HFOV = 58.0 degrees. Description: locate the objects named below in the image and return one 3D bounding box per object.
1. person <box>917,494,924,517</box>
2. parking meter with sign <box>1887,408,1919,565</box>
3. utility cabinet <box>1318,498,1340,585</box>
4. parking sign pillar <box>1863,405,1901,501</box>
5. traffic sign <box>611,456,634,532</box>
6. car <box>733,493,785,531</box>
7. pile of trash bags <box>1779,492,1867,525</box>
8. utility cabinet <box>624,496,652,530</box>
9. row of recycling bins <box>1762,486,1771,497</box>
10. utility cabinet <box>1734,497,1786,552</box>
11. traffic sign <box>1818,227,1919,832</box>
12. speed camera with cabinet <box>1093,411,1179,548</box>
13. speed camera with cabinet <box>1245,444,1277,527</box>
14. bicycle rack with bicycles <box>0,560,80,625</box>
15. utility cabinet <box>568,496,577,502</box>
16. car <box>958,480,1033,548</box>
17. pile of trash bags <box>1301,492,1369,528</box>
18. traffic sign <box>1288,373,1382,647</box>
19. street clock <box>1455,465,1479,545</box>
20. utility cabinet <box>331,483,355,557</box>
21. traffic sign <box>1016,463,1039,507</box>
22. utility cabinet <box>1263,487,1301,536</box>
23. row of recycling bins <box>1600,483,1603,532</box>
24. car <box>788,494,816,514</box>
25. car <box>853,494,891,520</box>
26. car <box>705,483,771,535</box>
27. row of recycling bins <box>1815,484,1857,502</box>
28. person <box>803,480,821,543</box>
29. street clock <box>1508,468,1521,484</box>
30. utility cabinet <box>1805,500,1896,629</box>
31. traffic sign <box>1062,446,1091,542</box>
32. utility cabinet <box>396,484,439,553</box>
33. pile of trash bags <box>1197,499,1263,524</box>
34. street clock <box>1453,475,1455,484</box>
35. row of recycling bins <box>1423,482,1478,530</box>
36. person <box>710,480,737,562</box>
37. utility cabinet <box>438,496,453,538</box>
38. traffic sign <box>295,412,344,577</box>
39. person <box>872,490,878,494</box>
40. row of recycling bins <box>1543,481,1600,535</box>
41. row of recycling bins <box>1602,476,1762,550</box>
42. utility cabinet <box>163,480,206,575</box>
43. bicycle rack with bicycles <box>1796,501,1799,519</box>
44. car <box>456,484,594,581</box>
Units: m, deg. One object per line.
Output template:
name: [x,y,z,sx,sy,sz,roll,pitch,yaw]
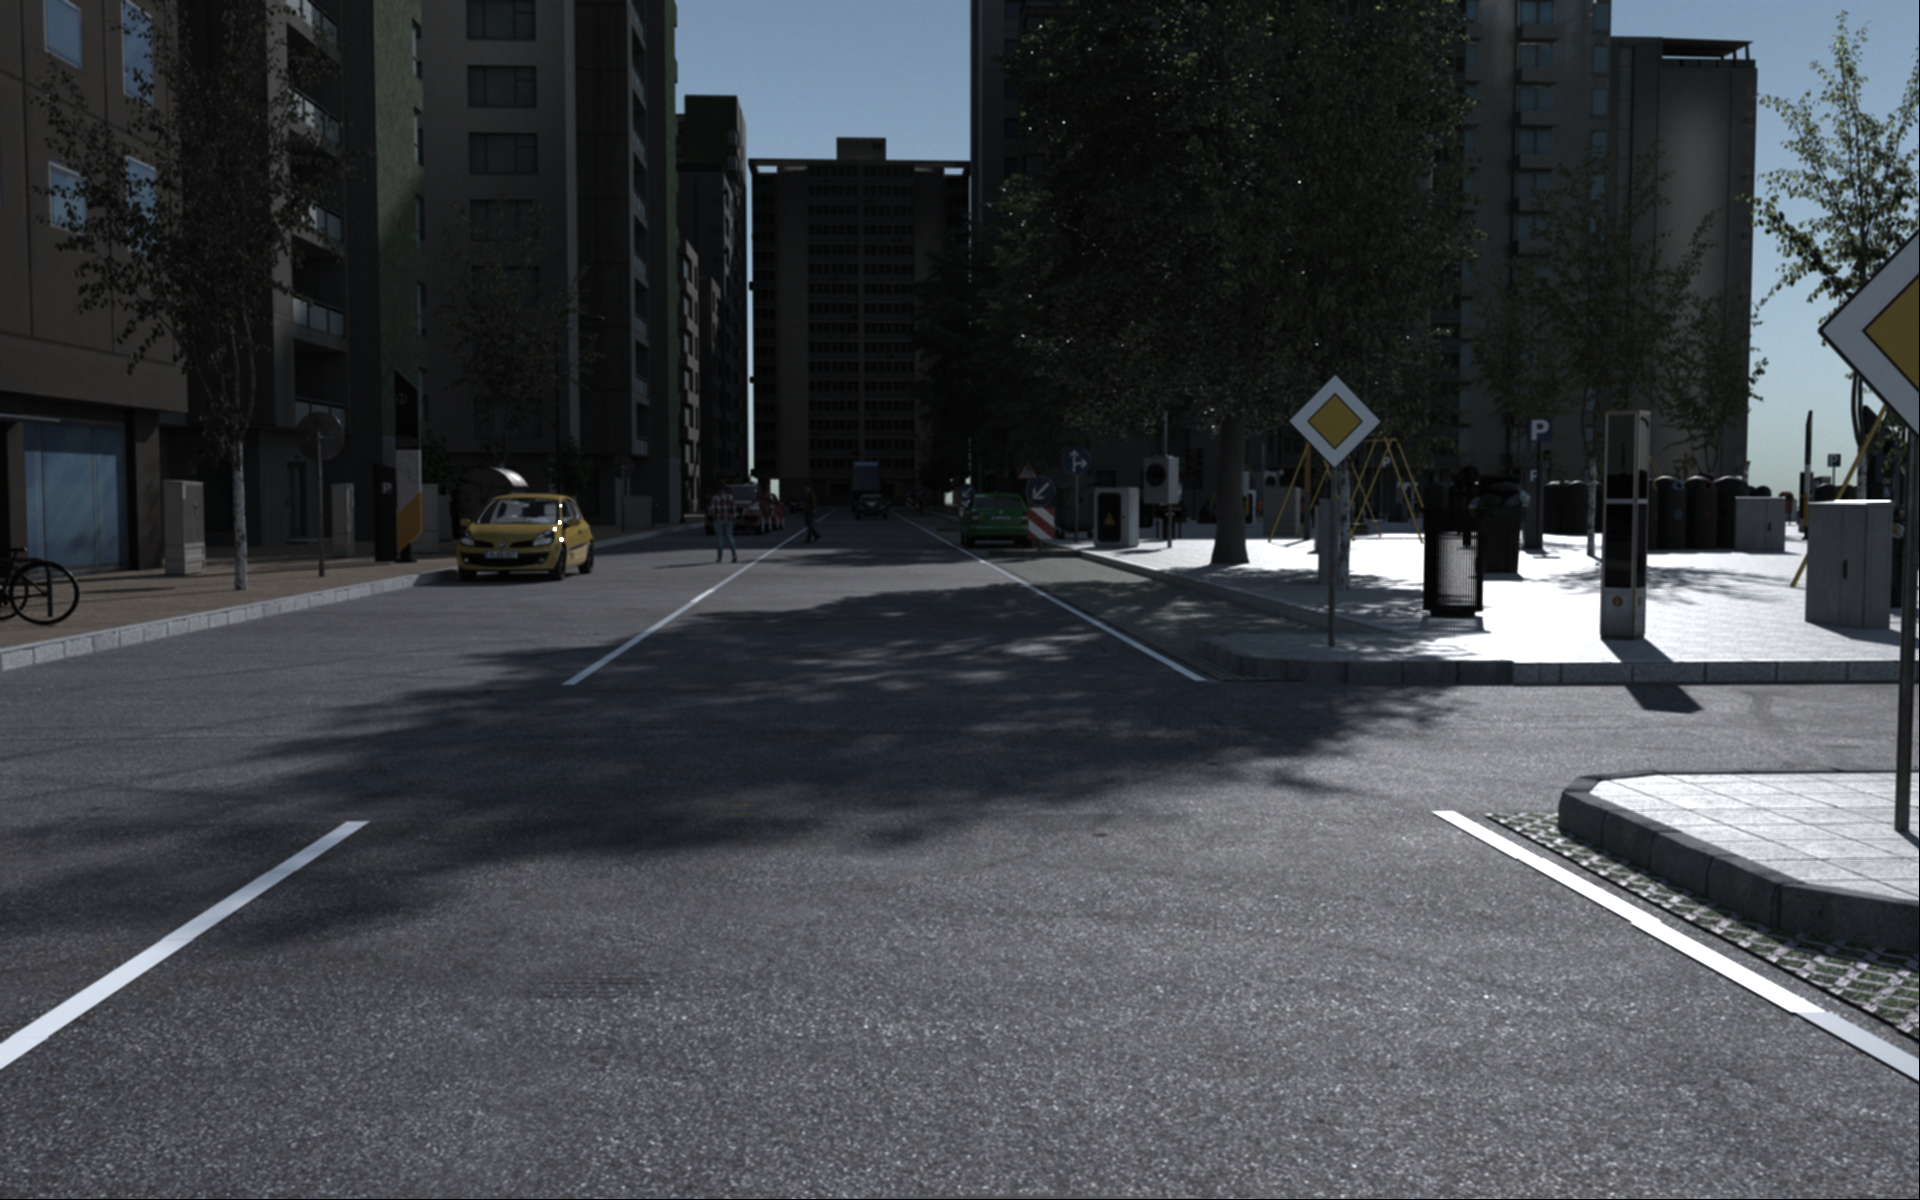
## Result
person: [-2.438,-5.913,108.415,0.421,1.427,0.697,1,4,13]
parking meter with sign: [17.176,-2.139,31.241,0.543,3.016,1.738,3,5,40]
utility cabinet: [5.311,-0.837,24.847,0.306,1.237,1.020,1,4,13]
parking sign pillar: [28.148,-3.940,52.891,1.447,3.967,1.447,-2,4,-23]
traffic sign: [-11.291,-3.540,57.977,0.768,2.556,0.104,0,4,0]
car: [-8.015,-3.659,68.861,2.155,1.783,4.494,0,4,-2]
pile of trash bags: [36.017,-3.861,72.887,3.447,1.369,1.912,-1,4,-11]
utility cabinet: [-11.609,-3.126,62.274,1.020,1.237,0.306,0,4,-2]
row of recycling bins: [39.902,-4.980,88.532,1.069,1.692,3.534,-2,4,-25]
utility cabinet: [17.946,-1.694,38.860,1.020,1.237,0.306,1,4,20]
traffic sign: [3.587,-0.177,6.538,0.795,2.450,0.064,0,4,-3]
speed camera with cabinet: [4.225,-2.895,41.676,2.038,3.252,0.660,2,4,34]
speed camera with cabinet: [11.391,-4.471,67.429,2.038,3.252,0.660,-2,4,-32]
bicycle rack with bicycles: [-10.130,-0.221,16.993,2.925,0.926,2.852,0,4,-4]
utility cabinet: [-10.915,-2.266,48.219,0.306,1.237,1.020,-1,4,-23]
car: [0.952,-2.335,46.975,1.959,1.807,4.718,0,4,-3]
pile of trash bags: [14.011,-3.463,66.364,1.912,1.369,3.447,-3,4,-38]
traffic sign: [3.122,-0.665,14.510,0.795,2.450,0.064,0,4,-3]
street clock: [12.829,-2.395,43.728,0.471,2.002,0.358,0,4,8]
utility cabinet: [-12.577,-1.627,35.278,0.318,1.500,1.173,-1,4,-13]
traffic sign: [2.479,-3.876,63.384,0.884,2.594,0.081,0,4,2]
utility cabinet: [9.881,-2.719,53.140,1.173,1.500,0.318,3,5,45]
row of recycling bins: [22.282,-3.113,58.004,1.069,1.692,3.534,-2,4,-24]
car: [-11.551,-7.154,126.752,2.009,1.686,4.222,0,4,-5]
car: [-5.016,-5.313,98.658,2.131,1.459,4.920,0,4,-2]
car: [-7.941,-3.277,62.257,2.281,1.827,5.304,0,4,-2]
row of recycling bins: [35.586,-3.791,69.095,3.534,1.692,1.069,-2,4,-24]
person: [-4.452,-2.629,51.393,0.656,1.842,0.836,2,4,34]
street clock: [15.216,-2.631,47.592,0.358,2.002,0.471,0,4,-1]
utility cabinet: [8.669,-0.352,16.918,0.306,1.237,1.020,0,4,-3]
traffic sign: [3.122,-2.834,46.442,0.768,2.556,0.104,0,4,5]
utility cabinet: [-11.842,-1.747,37.237,1.173,1.500,0.318,-2,4,-29]
pile of trash bags: [12.084,-4.045,75.881,3.447,1.369,1.912,-3,5,-40]
street clock: [16.851,-3.290,58.357,0.471,2.002,0.358,0,4,4]
row of recycling bins: [18.064,-3.349,61.866,3.534,1.692,1.069,-2,4,-28]
person: [-4.976,-1.657,36.428,0.563,1.720,0.643,-2,4,-27]
utility cabinet: [-15.069,-2.415,50.649,1.020,1.237,0.306,-1,4,-23]
traffic sign: [-9.919,-1.635,26.838,0.768,2.556,0.104,0,4,2]
person: [-5.902,-6.903,122.171,0.445,1.727,0.742,1,4,17]
row of recycling bins: [19.746,-3.027,56.610,1.069,1.692,3.534,0,4,4]
row of recycling bins: [16.834,-2.035,40.384,3.534,1.692,1.069,-1,4,-21]
utility cabinet: [-12.382,-1.162,27.681,0.318,1.500,1.173,-1,4,-9]
bicycle rack with bicycles: [43.889,-4.594,88.488,2.925,0.926,2.852,-1,4,-16]
car: [-7.463,-1.203,29.890,2.015,1.641,3.980,0,4,-2]
